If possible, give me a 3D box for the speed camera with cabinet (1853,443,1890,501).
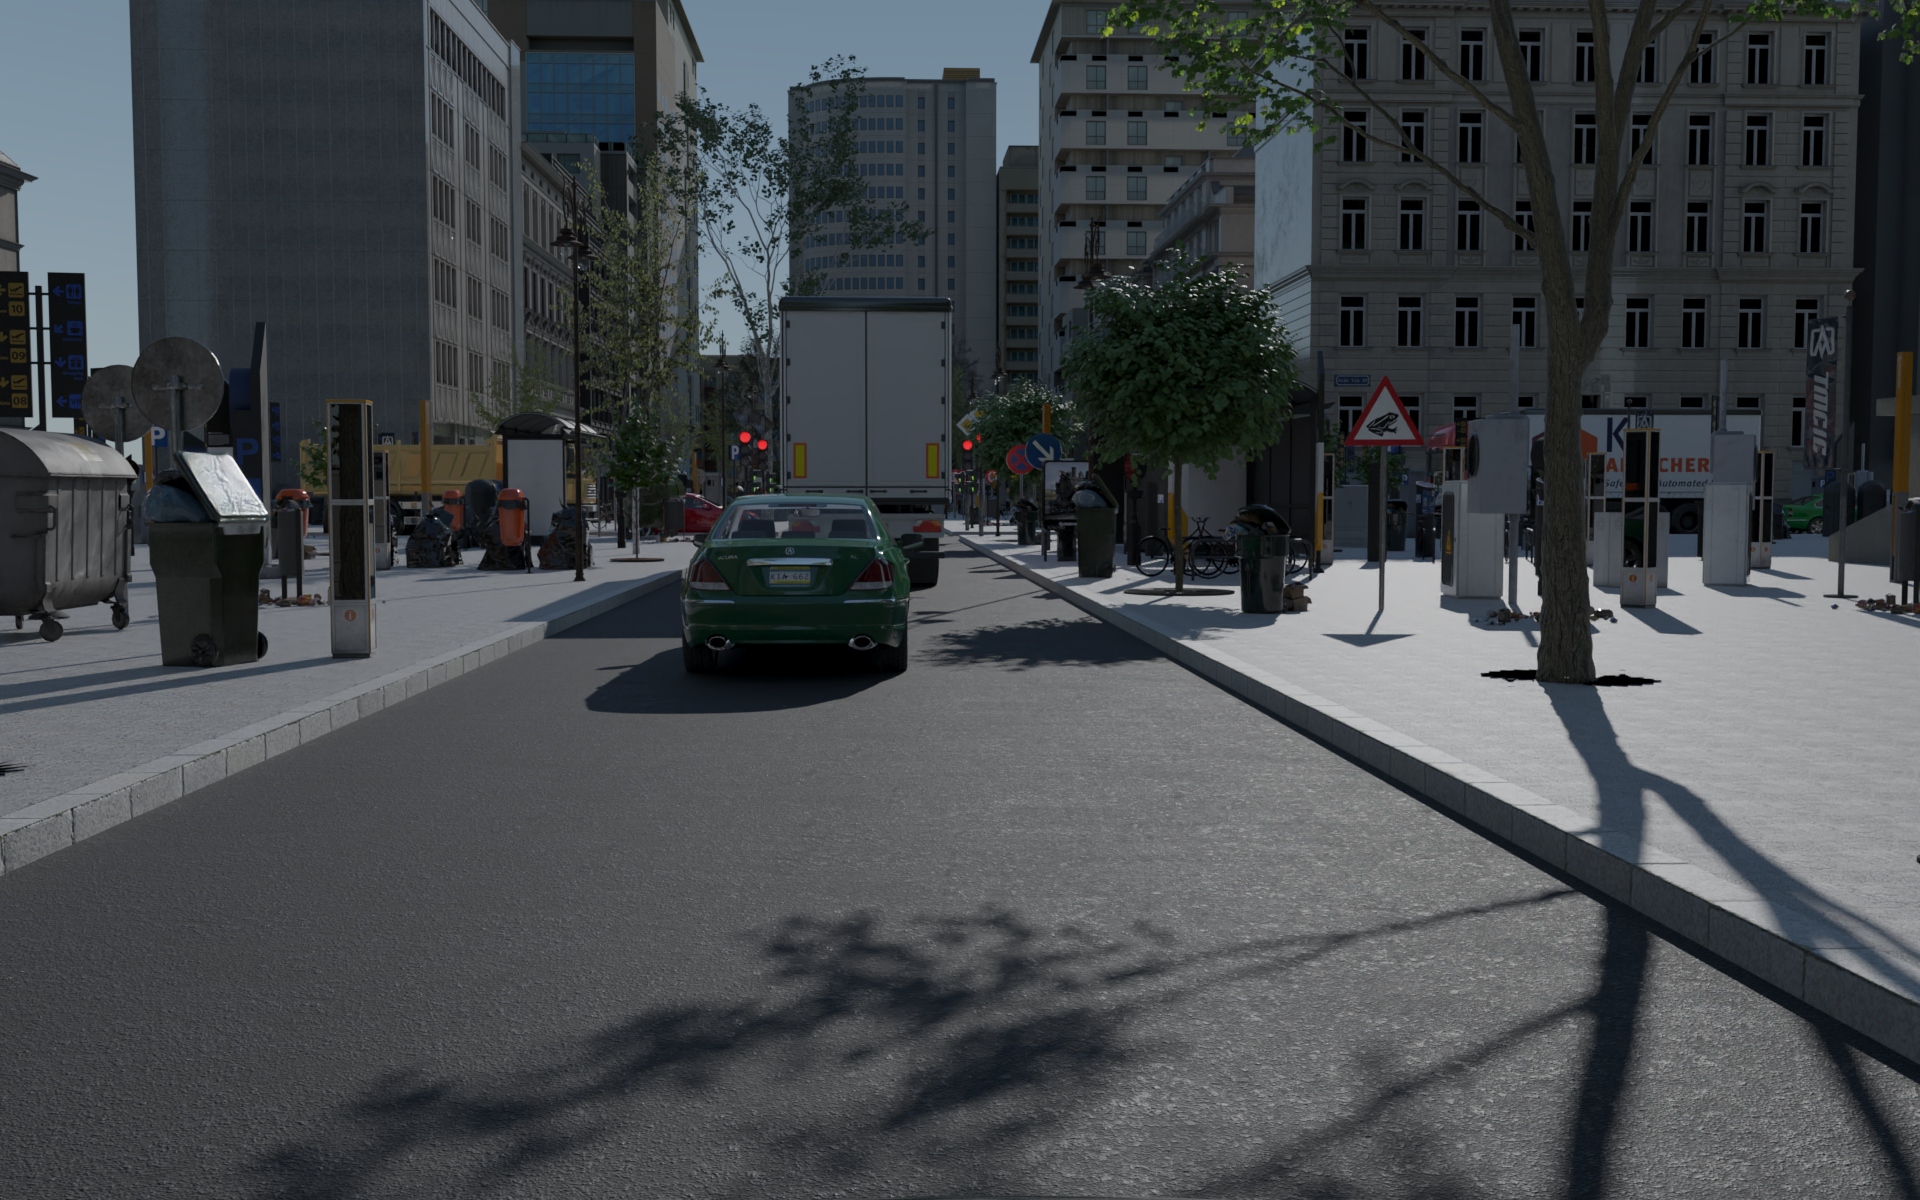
[{"bbox_3d":[35.950,-4.475,67.503,2.038,3.252,0.660,2,4,35],"label":"speed camera with cabinet"}]

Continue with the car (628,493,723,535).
[{"bbox_3d":[-8.564,-2.819,55.133,4.494,1.783,2.155,0,4,-3],"label":"car"}]

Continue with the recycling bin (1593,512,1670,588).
[{"bbox_3d":[9.270,-0.696,23.932,0.722,1.027,0.722,-1,4,-19],"label":"recycling bin"}]

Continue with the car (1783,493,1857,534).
[{"bbox_3d":[29.390,-2.977,57.473,4.718,1.807,1.959,0,4,-1],"label":"car"}]

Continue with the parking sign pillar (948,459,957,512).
[{"bbox_3d":[-0.930,-8.506,127.550,1.447,3.967,1.447,-2,4,-24],"label":"parking sign pillar"}]

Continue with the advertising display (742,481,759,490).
[{"bbox_3d":[-10.080,-4.783,83.416,0.974,1.923,0.123,-3,5,-43],"label":"advertising display"}]

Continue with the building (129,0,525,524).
[{"bbox_3d":[-28.884,-16.173,82.450,12.078,24.808,19.932,0,4,-3],"label":"building"}]

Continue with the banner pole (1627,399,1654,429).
[{"bbox_3d":[17.871,-3.407,45.723,0.863,3.779,0.401,1,4,9],"label":"banner pole"}]

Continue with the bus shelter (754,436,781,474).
[{"bbox_3d":[-12.126,-8.157,111.003,2.179,5.291,8.768,0,4,-3],"label":"bus shelter"}]

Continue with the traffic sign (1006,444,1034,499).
[{"bbox_3d":[1.574,-2.713,44.468,0.768,2.556,0.104,0,4,3],"label":"traffic sign"}]

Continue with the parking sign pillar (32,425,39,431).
[{"bbox_3d":[-35.450,-4.721,65.661,1.447,3.967,1.447,2,4,26],"label":"parking sign pillar"}]

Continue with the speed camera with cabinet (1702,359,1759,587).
[{"bbox_3d":[11.079,-1.866,24.846,0.660,3.252,2.038,2,4,27],"label":"speed camera with cabinet"}]

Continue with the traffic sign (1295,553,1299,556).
[{"bbox_3d":[6.822,-2.131,34.942,0.768,2.556,0.104,0,4,-2],"label":"traffic sign"}]

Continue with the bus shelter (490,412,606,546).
[{"bbox_3d":[-10.687,-3.148,45.389,2.014,3.302,5.546,0,4,-3],"label":"bus shelter"}]

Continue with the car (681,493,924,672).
[{"bbox_3d":[-1.373,-0.220,15.401,2.131,1.459,4.920,0,4,-2],"label":"car"}]

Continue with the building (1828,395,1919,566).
[{"bbox_3d":[32.990,-20.416,25.682,32.217,40.220,23.993,0,4,-3],"label":"building"}]

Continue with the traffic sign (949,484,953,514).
[{"bbox_3d":[-0.663,-6.836,111.871,0.768,2.556,0.104,0,4,0],"label":"traffic sign"}]

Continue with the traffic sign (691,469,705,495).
[{"bbox_3d":[-13.110,-5.308,86.890,0.768,2.556,0.104,0,4,-1],"label":"traffic sign"}]

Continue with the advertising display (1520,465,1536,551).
[{"bbox_3d":[12.909,-2.090,39.379,0.123,1.923,0.974,0,4,5],"label":"advertising display"}]

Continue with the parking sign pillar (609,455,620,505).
[{"bbox_3d":[-19.767,-6.835,100.219,1.447,3.967,1.447,-3,5,-44],"label":"parking sign pillar"}]

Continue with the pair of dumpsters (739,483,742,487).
[{"bbox_3d":[-14.195,-6.834,114.233,1.574,2.255,4.437,0,4,-3],"label":"pair of dumpsters"}]

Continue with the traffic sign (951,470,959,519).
[{"bbox_3d":[-0.264,-5.540,90.692,0.768,2.556,0.104,0,4,5],"label":"traffic sign"}]

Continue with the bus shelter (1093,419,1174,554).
[{"bbox_3d":[3.838,-2.971,39.857,1.731,3.624,6.357,0,4,-3],"label":"bus shelter"}]

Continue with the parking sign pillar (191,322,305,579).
[{"bbox_3d":[-10.862,-2.328,26.540,1.447,3.967,1.447,-1,4,-17],"label":"parking sign pillar"}]

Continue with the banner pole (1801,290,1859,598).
[{"bbox_3d":[10.839,-1.930,21.579,0.401,3.779,0.863,-1,4,-21],"label":"banner pole"}]

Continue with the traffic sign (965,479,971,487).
[{"bbox_3d":[0.625,-8.070,132.048,0.768,2.556,0.104,0,4,3],"label":"traffic sign"}]

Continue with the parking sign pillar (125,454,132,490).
[{"bbox_3d":[-56.192,-7.810,116.166,1.447,3.967,1.447,2,4,27],"label":"parking sign pillar"}]

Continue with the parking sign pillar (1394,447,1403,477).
[{"bbox_3d":[17.070,-4.936,69.178,1.447,3.967,1.447,-2,4,-32],"label":"parking sign pillar"}]

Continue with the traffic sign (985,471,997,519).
[{"bbox_3d":[1.706,-5.493,89.919,0.768,2.556,0.104,0,4,2],"label":"traffic sign"}]

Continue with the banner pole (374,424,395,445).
[{"bbox_3d":[-20.648,-4.407,62.072,0.863,3.779,0.401,-1,4,-22],"label":"banner pole"}]

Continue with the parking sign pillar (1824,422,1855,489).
[{"bbox_3d":[32.607,-4.635,64.255,1.447,3.967,1.447,-3,4,-37],"label":"parking sign pillar"}]

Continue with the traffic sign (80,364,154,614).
[{"bbox_3d":[-8.263,-1.036,17.051,0.768,2.556,0.104,0,4,-1],"label":"traffic sign"}]

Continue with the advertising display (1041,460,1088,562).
[{"bbox_3d":[2.033,-1.696,32.940,0.974,1.923,0.123,-1,4,-13],"label":"advertising display"}]

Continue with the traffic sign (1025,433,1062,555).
[{"bbox_3d":[1.742,-2.208,36.203,0.768,2.556,0.104,0,4,1],"label":"traffic sign"}]

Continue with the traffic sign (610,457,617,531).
[{"bbox_3d":[-11.871,-3.639,59.610,0.768,2.556,0.104,0,4,-2],"label":"traffic sign"}]

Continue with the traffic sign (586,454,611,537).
[{"bbox_3d":[-10.840,-3.173,51.986,0.768,2.556,0.104,0,4,-2],"label":"traffic sign"}]

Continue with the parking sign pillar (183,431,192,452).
[{"bbox_3d":[-31.487,-5.103,71.913,1.447,3.967,1.447,-2,4,-30],"label":"parking sign pillar"}]

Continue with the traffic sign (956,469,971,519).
[{"bbox_3d":[0.178,-5.356,87.673,0.768,2.556,0.104,0,4,3],"label":"traffic sign"}]

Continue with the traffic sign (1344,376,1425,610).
[{"bbox_3d":[4.665,-1.168,19.100,0.884,2.594,0.081,0,4,2],"label":"traffic sign"}]

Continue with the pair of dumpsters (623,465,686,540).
[{"bbox_3d":[-8.993,-2.940,50.557,1.574,2.255,4.437,0,4,-3],"label":"pair of dumpsters"}]

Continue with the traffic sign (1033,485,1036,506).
[{"bbox_3d":[2.218,-3.142,51.484,0.768,2.556,0.104,0,4,5],"label":"traffic sign"}]

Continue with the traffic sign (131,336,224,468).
[{"bbox_3d":[-6.332,-0.851,14.020,0.768,2.556,0.104,0,4,3],"label":"traffic sign"}]

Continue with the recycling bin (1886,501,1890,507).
[{"bbox_3d":[34.175,-3.125,63.645,0.722,1.027,0.722,-1,4,-15],"label":"recycling bin"}]

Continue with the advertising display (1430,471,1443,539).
[{"bbox_3d":[13.761,-2.702,49.384,0.974,1.923,0.123,-3,4,-36],"label":"advertising display"}]

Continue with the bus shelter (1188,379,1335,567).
[{"bbox_3d":[5.318,-2.368,32.644,2.014,3.302,5.546,0,4,-3],"label":"bus shelter"}]

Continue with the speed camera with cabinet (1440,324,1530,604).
[{"bbox_3d":[6.334,-1.630,20.983,0.660,3.252,2.038,0,4,4],"label":"speed camera with cabinet"}]

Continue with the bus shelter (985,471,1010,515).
[{"bbox_3d":[2.429,-6.958,107.686,2.014,3.302,5.546,0,4,-3],"label":"bus shelter"}]

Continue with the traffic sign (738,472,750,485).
[{"bbox_3d":[-12.455,-6.109,99.991,0.768,2.556,0.104,0,4,-1],"label":"traffic sign"}]

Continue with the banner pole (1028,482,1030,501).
[{"bbox_3d":[2.572,-4.385,61.708,0.401,3.779,0.863,-2,4,-31],"label":"banner pole"}]
